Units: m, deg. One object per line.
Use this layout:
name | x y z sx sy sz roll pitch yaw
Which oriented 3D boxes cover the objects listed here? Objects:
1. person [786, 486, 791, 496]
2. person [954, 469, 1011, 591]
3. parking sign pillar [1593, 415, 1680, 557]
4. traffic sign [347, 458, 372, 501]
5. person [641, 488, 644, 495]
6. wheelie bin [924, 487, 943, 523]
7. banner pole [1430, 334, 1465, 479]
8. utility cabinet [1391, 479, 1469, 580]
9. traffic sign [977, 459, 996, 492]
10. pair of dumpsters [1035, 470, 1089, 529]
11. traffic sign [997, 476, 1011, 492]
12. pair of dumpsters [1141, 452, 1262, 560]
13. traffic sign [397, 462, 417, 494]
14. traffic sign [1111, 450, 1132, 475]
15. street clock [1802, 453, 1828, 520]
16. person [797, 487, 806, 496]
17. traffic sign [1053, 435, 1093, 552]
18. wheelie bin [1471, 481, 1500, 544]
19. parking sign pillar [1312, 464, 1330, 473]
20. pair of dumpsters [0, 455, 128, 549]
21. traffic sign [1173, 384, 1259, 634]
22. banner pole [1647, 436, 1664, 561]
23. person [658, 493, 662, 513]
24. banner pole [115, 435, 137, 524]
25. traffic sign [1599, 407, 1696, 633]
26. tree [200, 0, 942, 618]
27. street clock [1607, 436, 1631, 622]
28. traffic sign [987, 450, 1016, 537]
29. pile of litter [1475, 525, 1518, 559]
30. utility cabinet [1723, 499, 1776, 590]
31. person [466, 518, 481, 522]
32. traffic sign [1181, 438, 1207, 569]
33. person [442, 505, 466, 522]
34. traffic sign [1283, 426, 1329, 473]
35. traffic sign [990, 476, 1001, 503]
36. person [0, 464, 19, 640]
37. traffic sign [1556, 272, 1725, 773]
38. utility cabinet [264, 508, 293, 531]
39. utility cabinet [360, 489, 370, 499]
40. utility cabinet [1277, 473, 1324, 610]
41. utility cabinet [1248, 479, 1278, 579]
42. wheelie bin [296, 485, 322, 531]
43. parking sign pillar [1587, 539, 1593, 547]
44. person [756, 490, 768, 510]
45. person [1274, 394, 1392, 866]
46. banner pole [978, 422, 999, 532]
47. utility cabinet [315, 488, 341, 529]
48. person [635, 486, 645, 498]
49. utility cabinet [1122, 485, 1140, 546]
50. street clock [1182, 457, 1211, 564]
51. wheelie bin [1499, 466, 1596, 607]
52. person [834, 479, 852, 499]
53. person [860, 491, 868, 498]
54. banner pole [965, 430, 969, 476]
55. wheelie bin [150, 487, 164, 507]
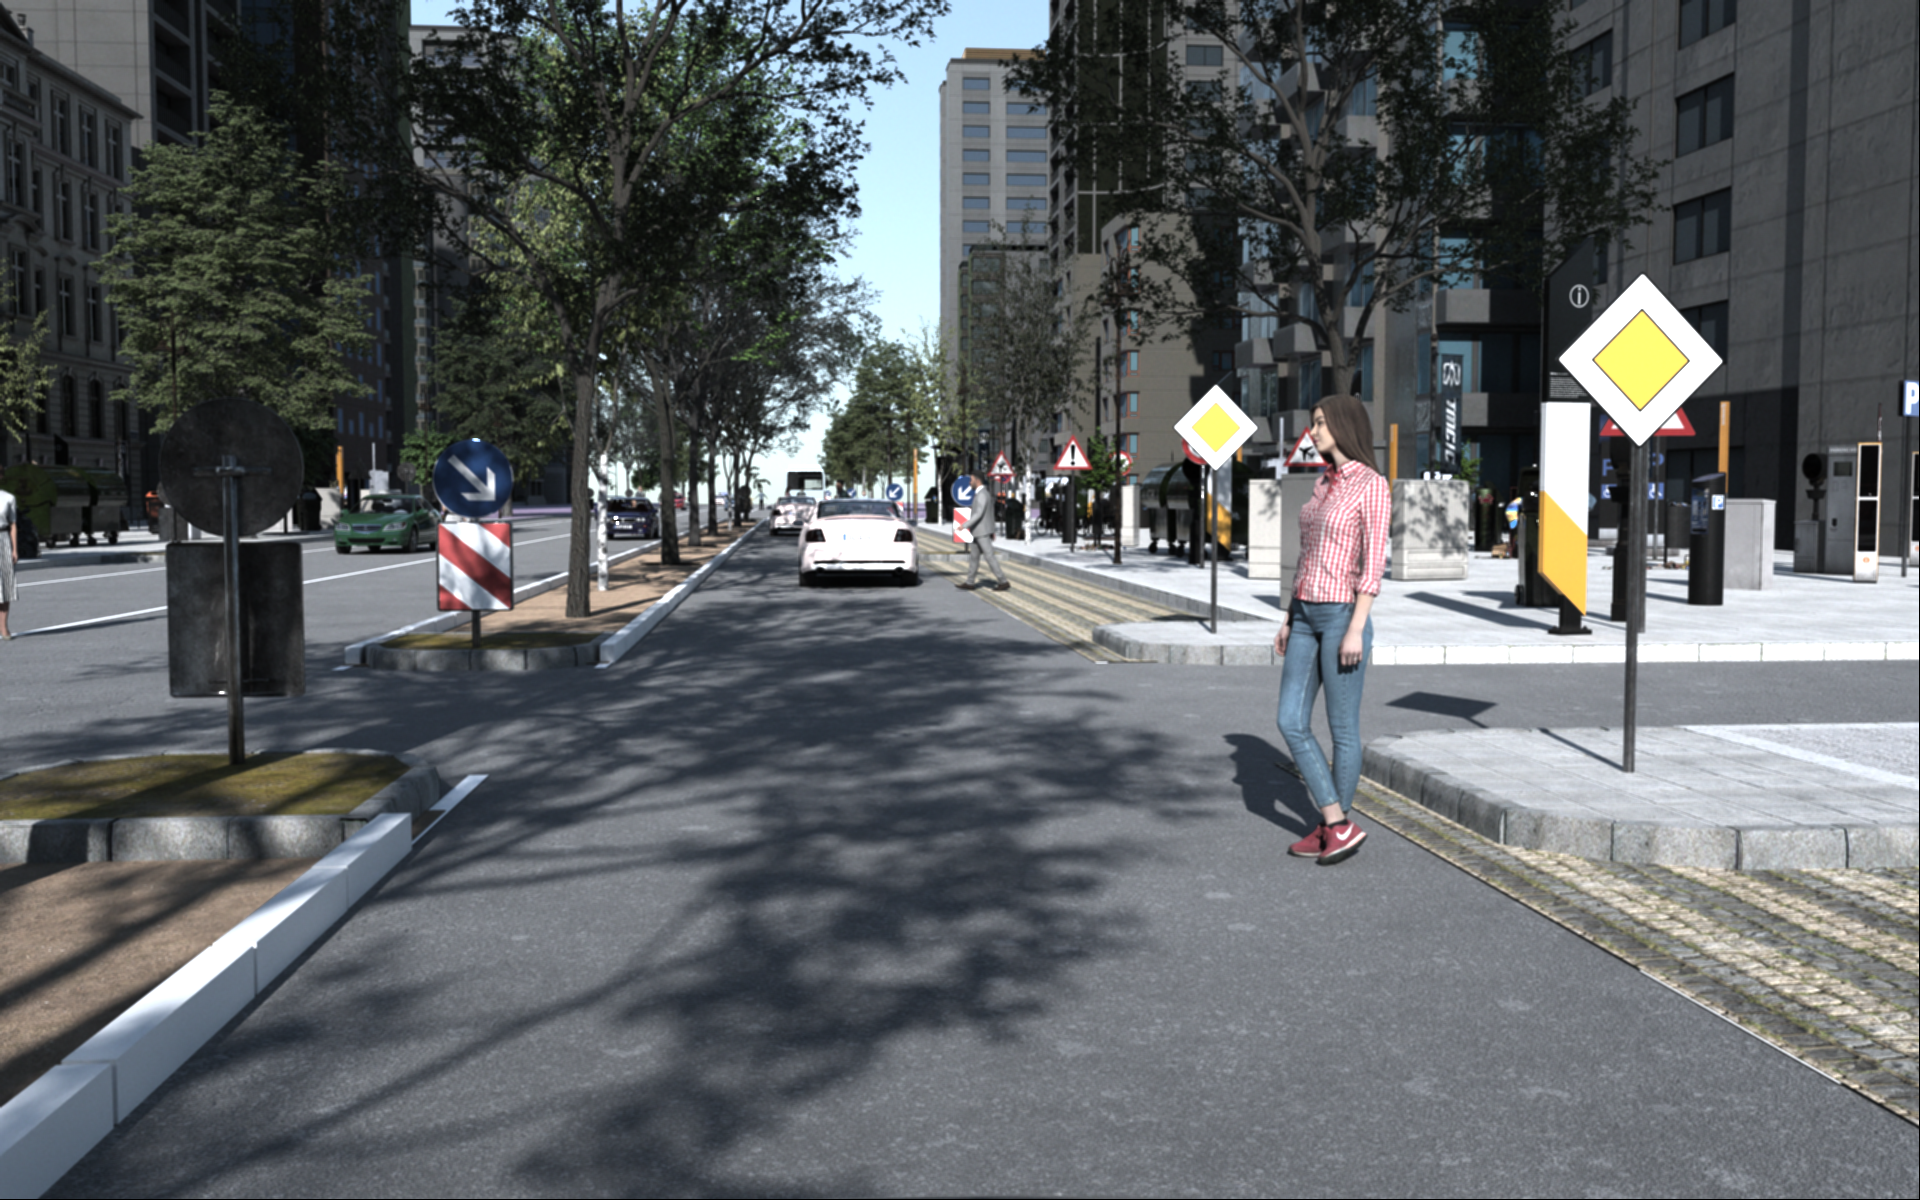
person | -8.780 -4.929 89.103 0.388 1.821 0.555 -1 4 -16
person | 0.329 -1.020 25.459 0.850 1.792 0.678 0 4 6
parking sign pillar | 14.249 -2.910 36.056 1.447 3.967 1.447 0 4 2
traffic sign | -21.465 -3.786 61.909 0.884 2.594 0.081 0 4 3
person | -18.595 -5.598 100.543 0.721 1.766 1.217 -2 4 -30
wheelie bin | -1.143 -4.175 76.166 0.693 1.594 0.980 -2 4 -29
banner pole | 7.605 -2.278 27.258 0.863 3.779 0.401 -2 4 -30
utility cabinet | 7.005 -1.045 25.770 1.173 1.500 0.318 -1 4 -22
traffic sign | 0.984 -3.689 60.426 0.768 2.556 0.104 0 4 -2
pair of dumpsters | 3.929 -3.875 65.854 1.574 2.255 4.437 0 4 -6
traffic sign | 2.083 -5.080 83.162 0.768 2.556 0.104 0 4 -1
pair of dumpsters | 4.901 -2.015 35.436 1.574 2.255 4.437 0 4 -6
traffic sign | -21.889 -4.185 68.525 0.768 2.556 0.104 0 4 -5
traffic sign | 4.604 -3.064 50.210 0.768 2.556 0.104 0 4 1
street clock | 15.250 -1.608 30.867 0.358 2.002 0.471 -1 4 -17
person | -8.065 -4.898 88.687 0.635 1.810 0.391 1 4 21
traffic sign | 2.474 -2.324 37.999 0.884 2.594 0.081 0 4 1
wheelie bin | 12.590 -2.044 41.328 0.693 1.594 0.980 2 4 31
parking sign pillar | 11.603 -3.991 53.719 1.447 3.967 1.447 0 4 -4
pair of dumpsters | -21.853 -2.424 42.127 1.574 2.255 4.437 0 4 -5
traffic sign | 2.332 -0.749 15.883 0.795 2.450 0.064 0 4 -5
banner pole | 13.220 -2.638 33.143 0.863 3.779 0.401 -3 4 -39
person | -15.242 -4.932 89.528 0.661 1.777 0.834 -3 4 -38
banner pole | -35.438 -5.107 73.516 0.401 3.779 0.863 2 4 35
traffic sign | 6.291 -0.973 15.919 0.884 2.594 0.081 0 4 -1
tree | -4.408 -5.045 19.359 8.767 10.594 7.601 0 4 -5
street clock | 6.676 -0.784 17.396 0.358 2.002 0.471 2 4 32
traffic sign | 1.238 -3.154 51.576 0.884 2.594 0.081 0 4 3
pile of litter | 11.140 -1.264 34.635 1.719 0.858 1.176 1 4 16
utility cabinet | 10.522 -0.756 23.524 0.306 1.237 1.020 -2 4 -30
person | -13.043 -2.287 46.459 0.524 1.755 0.480 3 5 39
traffic sign | 4.165 -1.811 29.724 0.768 2.556 0.104 0 4 -2
person | -8.885 -1.315 30.564 0.524 1.755 0.480 3 5 41
traffic sign | 6.633 -2.033 33.237 0.884 2.594 0.081 0 3 0
traffic sign | 1.195 -4.052 66.255 0.884 2.594 0.081 0 4 -4
person | -9.460 -0.480 16.923 0.480 1.755 0.524 -3 4 -37
traffic sign | 3.084 -0.262 7.933 0.795 2.450 0.064 0 4 -5
utility cabinet | -24.160 -3.063 61.246 1.020 1.237 0.306 -2 4 -27
utility cabinet | -27.953 -4.504 82.321 1.173 1.500 0.318 2 4 24
utility cabinet | 3.795 -0.602 18.514 0.318 1.500 1.173 -1 4 -11
utility cabinet | 4.923 -1.051 25.864 1.173 1.500 0.318 2 4 29
wheelie bin | -24.421 -3.472 64.671 0.980 1.594 0.693 -3 5 -43
parking sign pillar | 15.762 -3.272 41.975 1.447 3.967 1.447 1 4 22
person | -17.930 -9.040 156.289 1.348 1.826 0.705 -2 4 -30
person | 1.446 0.102 6.840 0.388 1.821 0.555 -2 4 -34
banner pole | 0.949 -4.212 58.876 0.863 3.779 0.401 3 4 37
utility cabinet | -23.102 -3.310 62.792 1.173 1.500 0.318 -3 5 -40
person | -14.510 -4.302 79.020 0.590 1.801 0.661 2 4 24
utility cabinet | 4.177 -2.068 42.488 0.318 1.500 1.173 1 4 13
street clock | 4.307 -1.655 31.623 0.471 2.002 0.358 2 4 31
wheelie bin | 6.763 -0.728 19.804 0.980 1.594 0.693 1 4 9
person | -3.186 -2.324 46.488 0.713 1.824 0.794 0 4 -2
person | -4.718 -4.581 85.210 0.589 1.601 0.330 0 4 -1
banner pole | 0.244 -4.764 67.904 0.401 3.779 0.863 -1 4 -12
wheelie bin | -35.291 -4.179 76.236 0.980 1.594 0.693 -2 4 -35
